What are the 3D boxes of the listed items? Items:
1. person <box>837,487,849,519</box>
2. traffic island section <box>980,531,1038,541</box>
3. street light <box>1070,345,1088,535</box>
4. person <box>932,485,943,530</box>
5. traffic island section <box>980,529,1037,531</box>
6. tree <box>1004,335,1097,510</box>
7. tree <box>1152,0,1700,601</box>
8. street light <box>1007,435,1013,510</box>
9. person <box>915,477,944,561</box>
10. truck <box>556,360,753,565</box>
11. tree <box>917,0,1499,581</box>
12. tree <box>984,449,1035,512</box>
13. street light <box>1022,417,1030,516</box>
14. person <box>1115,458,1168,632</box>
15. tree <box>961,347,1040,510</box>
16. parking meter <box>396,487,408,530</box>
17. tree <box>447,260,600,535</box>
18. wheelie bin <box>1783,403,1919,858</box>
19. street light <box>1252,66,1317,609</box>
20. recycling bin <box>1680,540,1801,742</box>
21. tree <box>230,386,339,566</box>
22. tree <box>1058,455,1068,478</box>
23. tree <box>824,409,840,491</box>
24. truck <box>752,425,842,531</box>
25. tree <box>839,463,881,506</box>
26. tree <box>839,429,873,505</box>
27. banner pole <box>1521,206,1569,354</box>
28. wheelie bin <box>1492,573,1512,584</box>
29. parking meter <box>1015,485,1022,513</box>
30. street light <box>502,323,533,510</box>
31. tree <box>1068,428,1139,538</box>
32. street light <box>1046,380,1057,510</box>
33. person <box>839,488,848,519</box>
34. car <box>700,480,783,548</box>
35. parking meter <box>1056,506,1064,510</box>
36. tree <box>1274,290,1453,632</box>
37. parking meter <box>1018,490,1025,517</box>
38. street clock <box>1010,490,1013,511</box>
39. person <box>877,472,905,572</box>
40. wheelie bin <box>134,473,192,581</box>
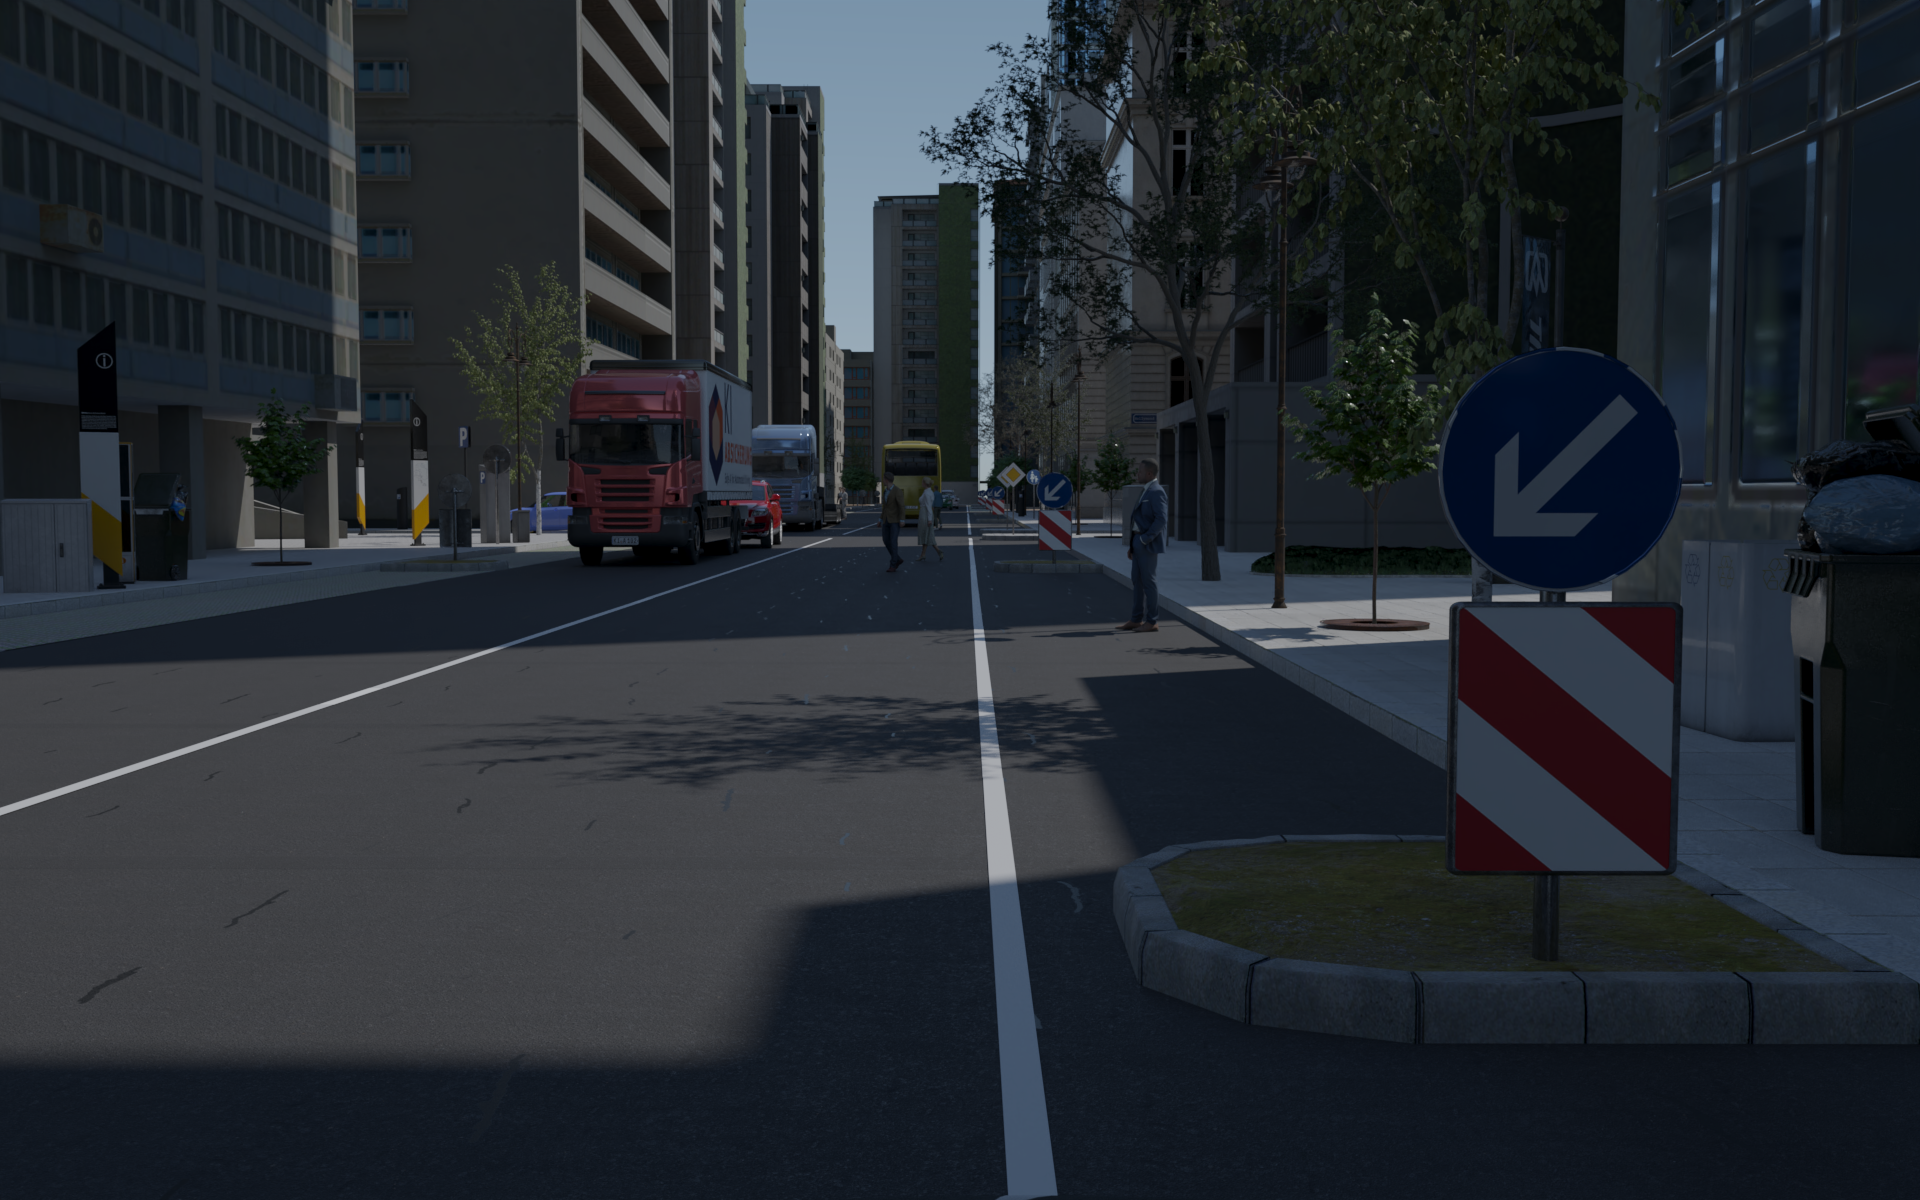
[{"bbox_3d":[-6.810,-5.578,99.483,0.659,1.850,0.755,2,4,29],"label":"person"},{"bbox_3d":[1.698,-1.972,54.524,2.009,0.180,2.903,0,4,0],"label":"traffic island section"},{"bbox_3d":[3.696,-4.959,53.875,0.468,5.910,1.993,0,4,0],"label":"street light"},{"bbox_3d":[-0.897,-3.680,69.016,0.601,1.785,0.444,-2,4,-34],"label":"person"},{"bbox_3d":[1.725,-2.460,62.509,2.009,0.180,2.903,0,4,0],"label":"traffic island section"},{"bbox_3d":[4.134,-8.000,81.165,4.360,8.622,3.978,0,3,0],"label":"tree"},{"bbox_3d":[3.456,-3.774,12.070,4.737,8.622,4.395,0,3,0],"label":"tree"},{"bbox_3d":[3.988,-10.020,136.617,0.468,5.910,1.993,0,4,0],"label":"street light"},{"bbox_3d":[-0.644,-1.727,36.958,0.641,1.798,0.478,1,4,23],"label":"person"},{"bbox_3d":[-6.494,-3.031,38.466,2.839,4.237,11.283,0,3,0],"label":"truck"},{"bbox_3d":[3.705,-5.582,25.673,8.767,10.594,7.601,0,4,-6],"label":"tree"},{"bbox_3d":[3.856,-8.713,126.165,4.285,4.588,4.351,0,3,0],"label":"tree"},{"bbox_3d":[3.920,-7.997,103.546,0.468,5.910,1.993,0,4,0],"label":"street light"},{"bbox_3d":[1.943,-0.573,18.044,0.419,1.800,0.721,-1,4,-17],"label":"person"},{"bbox_3d":[5.118,-14.285,143.928,12.009,13.543,11.850,0,3,0],"label":"tree"},{"bbox_3d":[-20.129,-3.308,62.495,0.372,1.533,0.369,0,3,0],"label":"parking meter"},{"bbox_3d":[-13.412,-6.334,53.931,4.737,8.622,4.395,0,3,0],"label":"tree"},{"bbox_3d":[3.381,0.099,6.293,0.693,1.594,0.980,1,4,14],"label":"wheelie bin"},{"bbox_3d":[3.589,-2.844,19.295,0.468,5.910,1.993,0,4,0],"label":"street light"},{"bbox_3d":[4.363,0.199,9.294,0.722,1.027,0.722,0,4,-3],"label":"recycling bin"},{"bbox_3d":[-12.356,-2.240,31.225,1.663,3.219,1.824,0,3,0],"label":"tree"},{"bbox_3d":[4.810,-4.781,72.769,1.663,3.219,1.824,0,3,0],"label":"tree"},{"bbox_3d":[-11.733,-11.687,141.441,4.360,8.622,3.978,0,3,0],"label":"tree"},{"bbox_3d":[-6.810,-5.106,73.246,2.967,4.110,18.799,0,4,0],"label":"truck"},{"bbox_3d":[-11.371,-12.326,185.237,4.285,4.588,4.351,0,3,0],"label":"tree"},{"bbox_3d":[-11.530,-14.935,194.548,4.737,8.622,4.395,0,3,0],"label":"tree"},{"bbox_3d":[5.062,-1.530,15.030,0.863,3.779,0.401,-3,5,-42],"label":"banner pole"},{"bbox_3d":[7.742,-1.040,24.911,0.693,1.594,0.980,0,4,7],"label":"wheelie bin"},{"bbox_3d":[3.958,-6.791,116.741,0.399,1.863,0.255,-2,4,-35],"label":"parking meter"},{"bbox_3d":[-11.938,-4.529,46.841,0.468,5.910,1.993,0,4,0],"label":"street light"},{"bbox_3d":[4.309,-3.425,50.607,1.663,3.219,1.824,0,3,0],"label":"tree"},{"bbox_3d":[3.727,-5.975,70.474,0.468,5.910,1.993,0,4,0],"label":"street light"},{"bbox_3d":[-6.643,-5.464,98.044,0.583,1.804,0.606,-2,4,-33],"label":"person"},{"bbox_3d":[-6.017,-2.372,47.450,2.281,1.827,5.304,0,4,-2],"label":"car"},{"bbox_3d":[3.981,-3.714,69.127,0.372,1.533,0.369,0,3,0],"label":"parking meter"},{"bbox_3d":[3.849,-1.343,16.567,1.663,3.219,1.824,0,3,0],"label":"tree"},{"bbox_3d":[3.494,-5.512,98.538,0.372,1.533,0.369,0,3,0],"label":"parking meter"},{"bbox_3d":[3.926,-7.715,130.713,0.471,2.002,0.358,0,4,6],"label":"street clock"},{"bbox_3d":[-1.272,-1.449,32.099,0.656,1.842,0.836,1,4,19],"label":"person"},{"bbox_3d":[-11.892,-1.090,25.736,0.980,1.594,0.693,0,4,5],"label":"wheelie bin"}]
